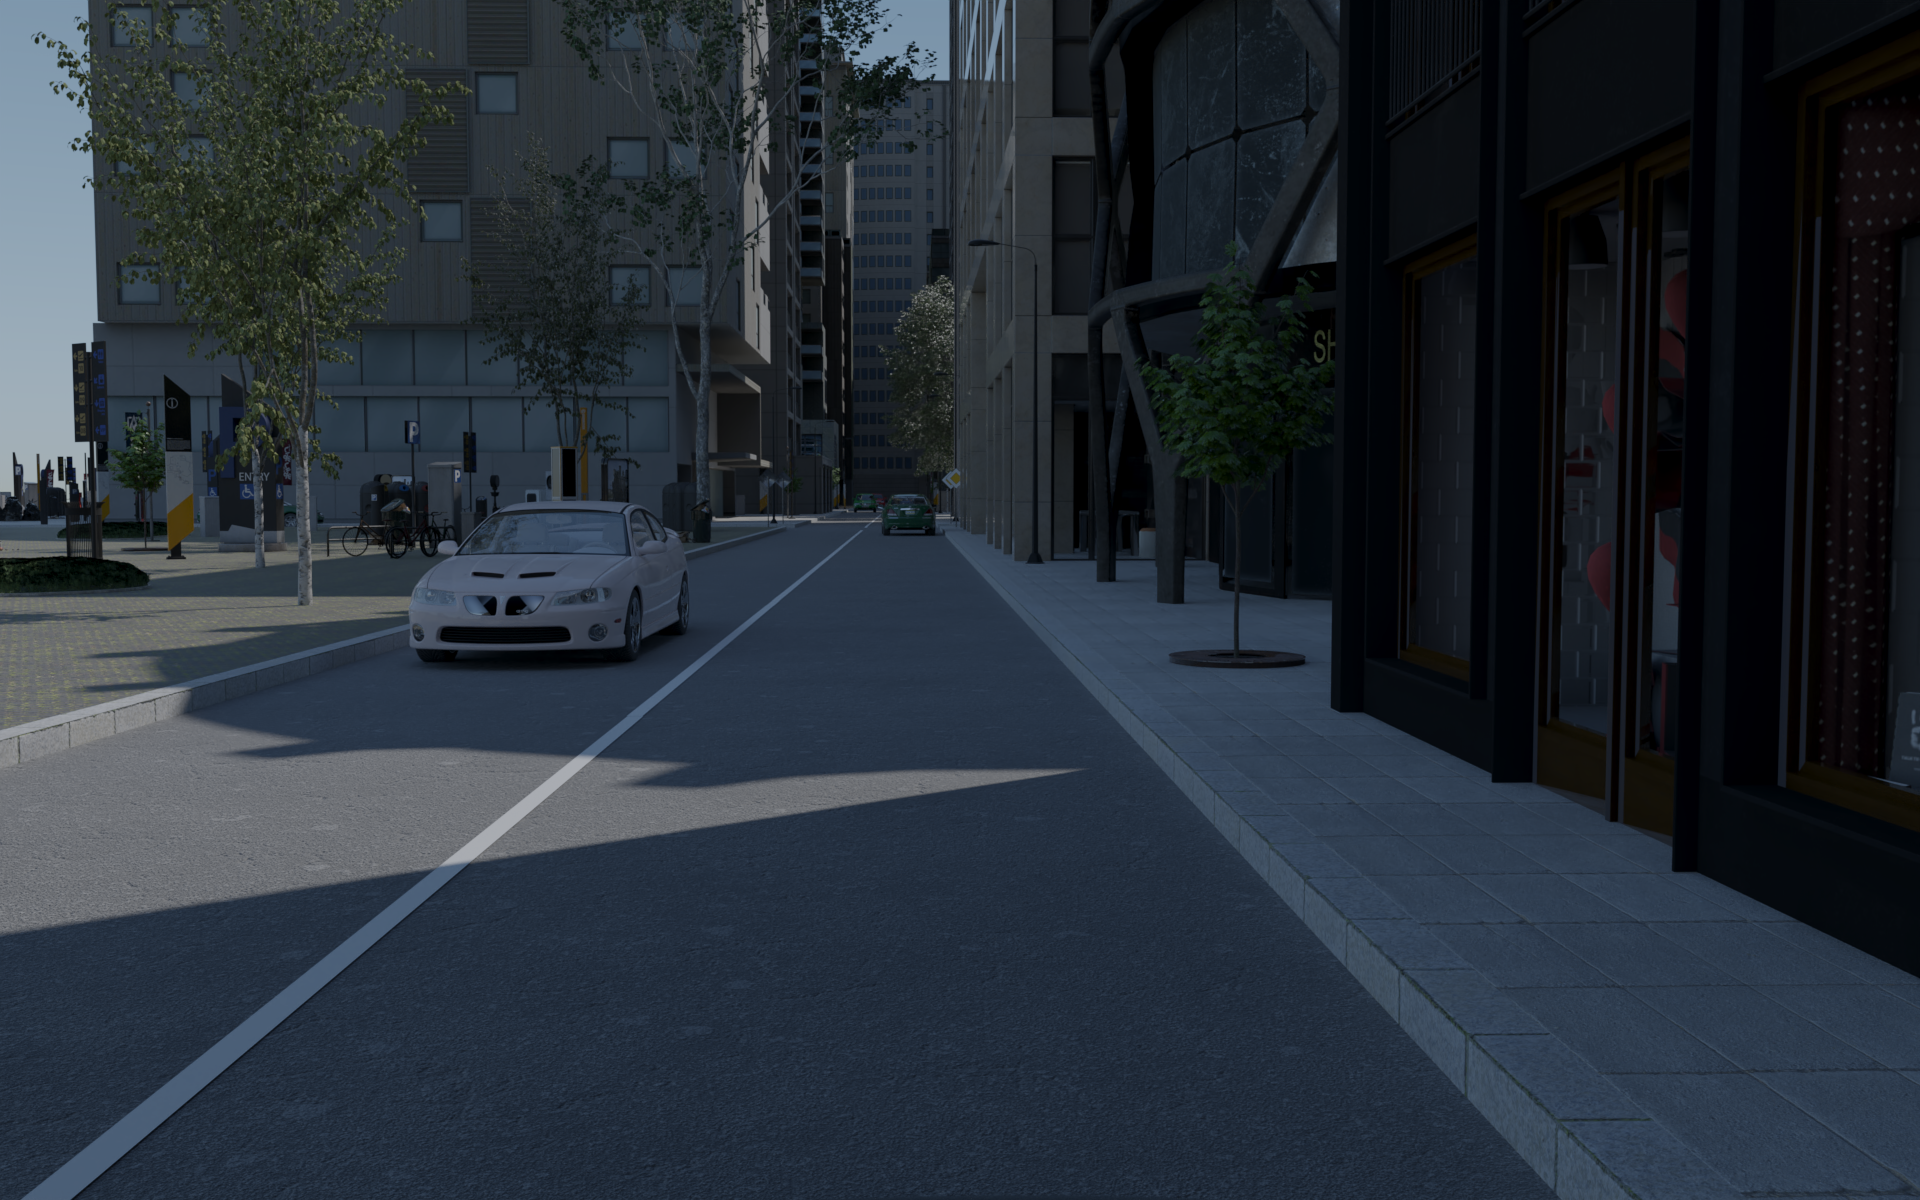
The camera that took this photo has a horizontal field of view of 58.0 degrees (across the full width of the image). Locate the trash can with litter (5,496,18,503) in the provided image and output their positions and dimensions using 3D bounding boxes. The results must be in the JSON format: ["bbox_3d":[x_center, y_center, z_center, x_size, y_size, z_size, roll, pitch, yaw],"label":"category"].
[{"bbox_3d":[-50.498,-4.942,92.191,0.624,1.170,1.055,-2,4,-30],"label":"trash can with litter"}]

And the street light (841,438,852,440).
[{"bbox_3d":[-9.652,-10.460,143.566,1.470,5.913,1.316,0,4,-2],"label":"street light"}]

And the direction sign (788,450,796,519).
[{"bbox_3d":[-8.694,-5.966,89.543,0.379,3.537,0.876,-1,4,-16],"label":"direction sign"}]

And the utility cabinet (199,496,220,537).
[{"bbox_3d":[-22.373,-2.511,52.223,0.306,1.237,1.020,2,4,33],"label":"utility cabinet"}]

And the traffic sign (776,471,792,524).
[{"bbox_3d":[-7.638,-4.349,74.742,0.795,2.450,0.064,0,4,-2],"label":"traffic sign"}]

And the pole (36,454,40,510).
[{"bbox_3d":[-46.383,-5.711,87.220,0.158,3.312,0.155,0,3,0],"label":"pole"}]

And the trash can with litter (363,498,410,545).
[{"bbox_3d":[-14.479,-1.979,43.744,0.624,1.170,1.055,3,4,38],"label":"trash can with litter"}]

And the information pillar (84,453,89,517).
[{"bbox_3d":[-49.501,-6.530,98.117,0.183,3.616,0.504,-2,4,-26],"label":"information pillar"}]

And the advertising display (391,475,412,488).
[{"bbox_3d":[-18.940,-3.287,58.960,0.974,1.923,0.123,2,4,26],"label":"advertising display"}]

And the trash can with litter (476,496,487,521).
[{"bbox_3d":[-16.209,-2.989,59.923,1.678,1.210,2.233,2,4,25],"label":"trash can with litter"}]

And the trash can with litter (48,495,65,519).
[{"bbox_3d":[-47.106,-4.784,89.276,1.678,1.210,2.233,1,4,20],"label":"trash can with litter"}]

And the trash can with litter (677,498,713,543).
[{"bbox_3d":[-7.038,-2.088,45.532,1.055,1.170,0.624,0,4,8],"label":"trash can with litter"}]

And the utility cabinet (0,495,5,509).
[{"bbox_3d":[-60.916,-6.017,109.539,1.020,1.237,0.306,1,4,11],"label":"utility cabinet"}]

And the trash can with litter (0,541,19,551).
[{"bbox_3d":[-22.474,-1.699,38.830,2.233,1.210,1.678,-1,4,-18],"label":"trash can with litter"}]

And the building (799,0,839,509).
[{"bbox_3d":[-22.584,-52.012,163.068,22.319,86.520,31.000,0,4,-2],"label":"building"}]

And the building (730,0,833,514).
[{"bbox_3d":[-19.236,-41.557,117.703,20.563,71.187,20.611,0,4,-2],"label":"building"}]

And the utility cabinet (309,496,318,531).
[{"bbox_3d":[-22.700,-3.031,60.719,0.306,1.237,1.020,-1,4,-19],"label":"utility cabinet"}]

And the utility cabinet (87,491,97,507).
[{"bbox_3d":[-62.148,-7.052,123.984,0.318,1.500,1.173,-1,4,-11],"label":"utility cabinet"}]

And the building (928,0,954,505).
[{"bbox_3d":[7.176,-44.862,171.749,20.563,71.187,20.611,0,4,-2],"label":"building"}]

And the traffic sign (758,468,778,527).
[{"bbox_3d":[-7.391,-3.860,66.761,0.795,2.450,0.064,0,4,-2],"label":"traffic sign"}]

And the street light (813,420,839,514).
[{"bbox_3d":[-8.589,-8.363,109.272,1.470,5.913,1.316,0,4,-2],"label":"street light"}]

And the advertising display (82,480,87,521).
[{"bbox_3d":[-41.751,-4.736,82.645,0.123,1.923,0.974,-2,4,-24],"label":"advertising display"}]

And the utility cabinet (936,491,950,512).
[{"bbox_3d":[-1.314,-7.071,124.292,1.173,1.500,0.318,-2,4,-27],"label":"utility cabinet"}]

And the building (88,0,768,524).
[{"bbox_3d":[-23.828,-30.390,86.116,28.713,52.752,27.495,0,4,-2],"label":"building"}]

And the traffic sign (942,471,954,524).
[{"bbox_3d":[-0.397,-4.361,74.945,0.795,2.450,0.064,0,4,-2],"label":"traffic sign"}]

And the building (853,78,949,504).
[{"bbox_3d":[-8.355,-42.881,243.104,28.212,58.520,21.231,0,4,-2],"label":"building"}]

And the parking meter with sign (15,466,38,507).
[{"bbox_3d":[-58.622,-6.916,109.345,0.543,3.016,1.738,2,4,26],"label":"parking meter with sign"}]

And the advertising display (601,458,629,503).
[{"bbox_3d":[-6.199,-1.588,31.176,0.123,1.923,0.974,1,4,12],"label":"advertising display"}]

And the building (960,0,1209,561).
[{"bbox_3d":[10.107,-14.986,49.543,19.350,26.468,34.151,0,4,-2],"label":"building"}]

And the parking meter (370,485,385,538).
[{"bbox_3d":[-15.844,-2.369,47.145,0.372,1.533,0.369,0,3,0],"label":"parking meter"}]

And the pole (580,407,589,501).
[{"bbox_3d":[-8.860,-2.876,40.871,0.158,3.312,0.155,0,3,0],"label":"pole"}]

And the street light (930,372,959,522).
[{"bbox_3d":[-0.290,-5.726,66.166,1.470,5.913,1.316,0,4,-2],"label":"street light"}]

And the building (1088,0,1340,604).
[{"bbox_3d":[10.128,-9.578,24.050,16.820,18.784,16.811,0,4,-2],"label":"building"}]

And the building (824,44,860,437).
[{"bbox_3d":[-26.235,-37.968,210.016,27.495,52.752,28.713,0,4,-2],"label":"building"}]

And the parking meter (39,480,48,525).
[{"bbox_3d":[-38.636,-4.117,73.024,0.255,1.863,0.399,-2,4,-23],"label":"parking meter"}]

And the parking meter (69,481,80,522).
[{"bbox_3d":[-40.814,-4.534,79.835,0.399,1.863,0.255,-3,4,-39],"label":"parking meter"}]

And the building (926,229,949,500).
[{"bbox_3d":[3.772,-25.598,190.222,14.160,30.474,14.107,0,4,-2],"label":"building"}]

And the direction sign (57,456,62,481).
[{"bbox_3d":[-53.686,-6.850,103.987,0.876,3.537,0.379,0,4,-2],"label":"direction sign"}]

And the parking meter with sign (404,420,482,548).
[{"bbox_3d":[-12.211,-2.739,41.049,1.738,3.016,0.543,1,4,13],"label":"parking meter with sign"}]

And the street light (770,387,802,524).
[{"bbox_3d":[-7.534,-6.265,74.977,1.470,5.913,1.316,0,4,-2],"label":"street light"}]

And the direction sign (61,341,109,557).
[{"bbox_3d":[-12.990,-2.075,25.925,0.876,3.537,0.379,2,4,34],"label":"direction sign"}]

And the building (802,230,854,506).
[{"bbox_3d":[-18.835,-25.426,187.417,14.160,30.474,14.107,0,4,-2],"label":"building"}]

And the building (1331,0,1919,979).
[{"bbox_3d":[8.613,-10.538,1.976,12.332,23.373,15.834,0,4,-2],"label":"building"}]

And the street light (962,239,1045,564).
[{"bbox_3d":[0.843,-3.621,31.750,1.470,5.913,1.316,0,4,-2],"label":"street light"}]

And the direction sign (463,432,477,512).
[{"bbox_3d":[-17.885,-4.359,63.261,0.379,3.537,0.876,1,4,14],"label":"direction sign"}]

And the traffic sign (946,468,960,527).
[{"bbox_3d":[-0.149,-3.873,66.964,0.795,2.450,0.064,0,4,-2],"label":"traffic sign"}]

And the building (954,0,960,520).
[{"bbox_3d":[14.038,-33.046,82.307,28.212,58.520,21.231,0,4,-2],"label":"building"}]

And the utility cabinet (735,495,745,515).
[{"bbox_3d":[-13.694,-5.805,106.071,1.020,1.237,0.306,0,4,-6],"label":"utility cabinet"}]

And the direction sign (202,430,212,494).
[{"bbox_3d":[-26.907,-4.280,61.980,0.379,3.537,0.876,-3,5,-45],"label":"direction sign"}]
